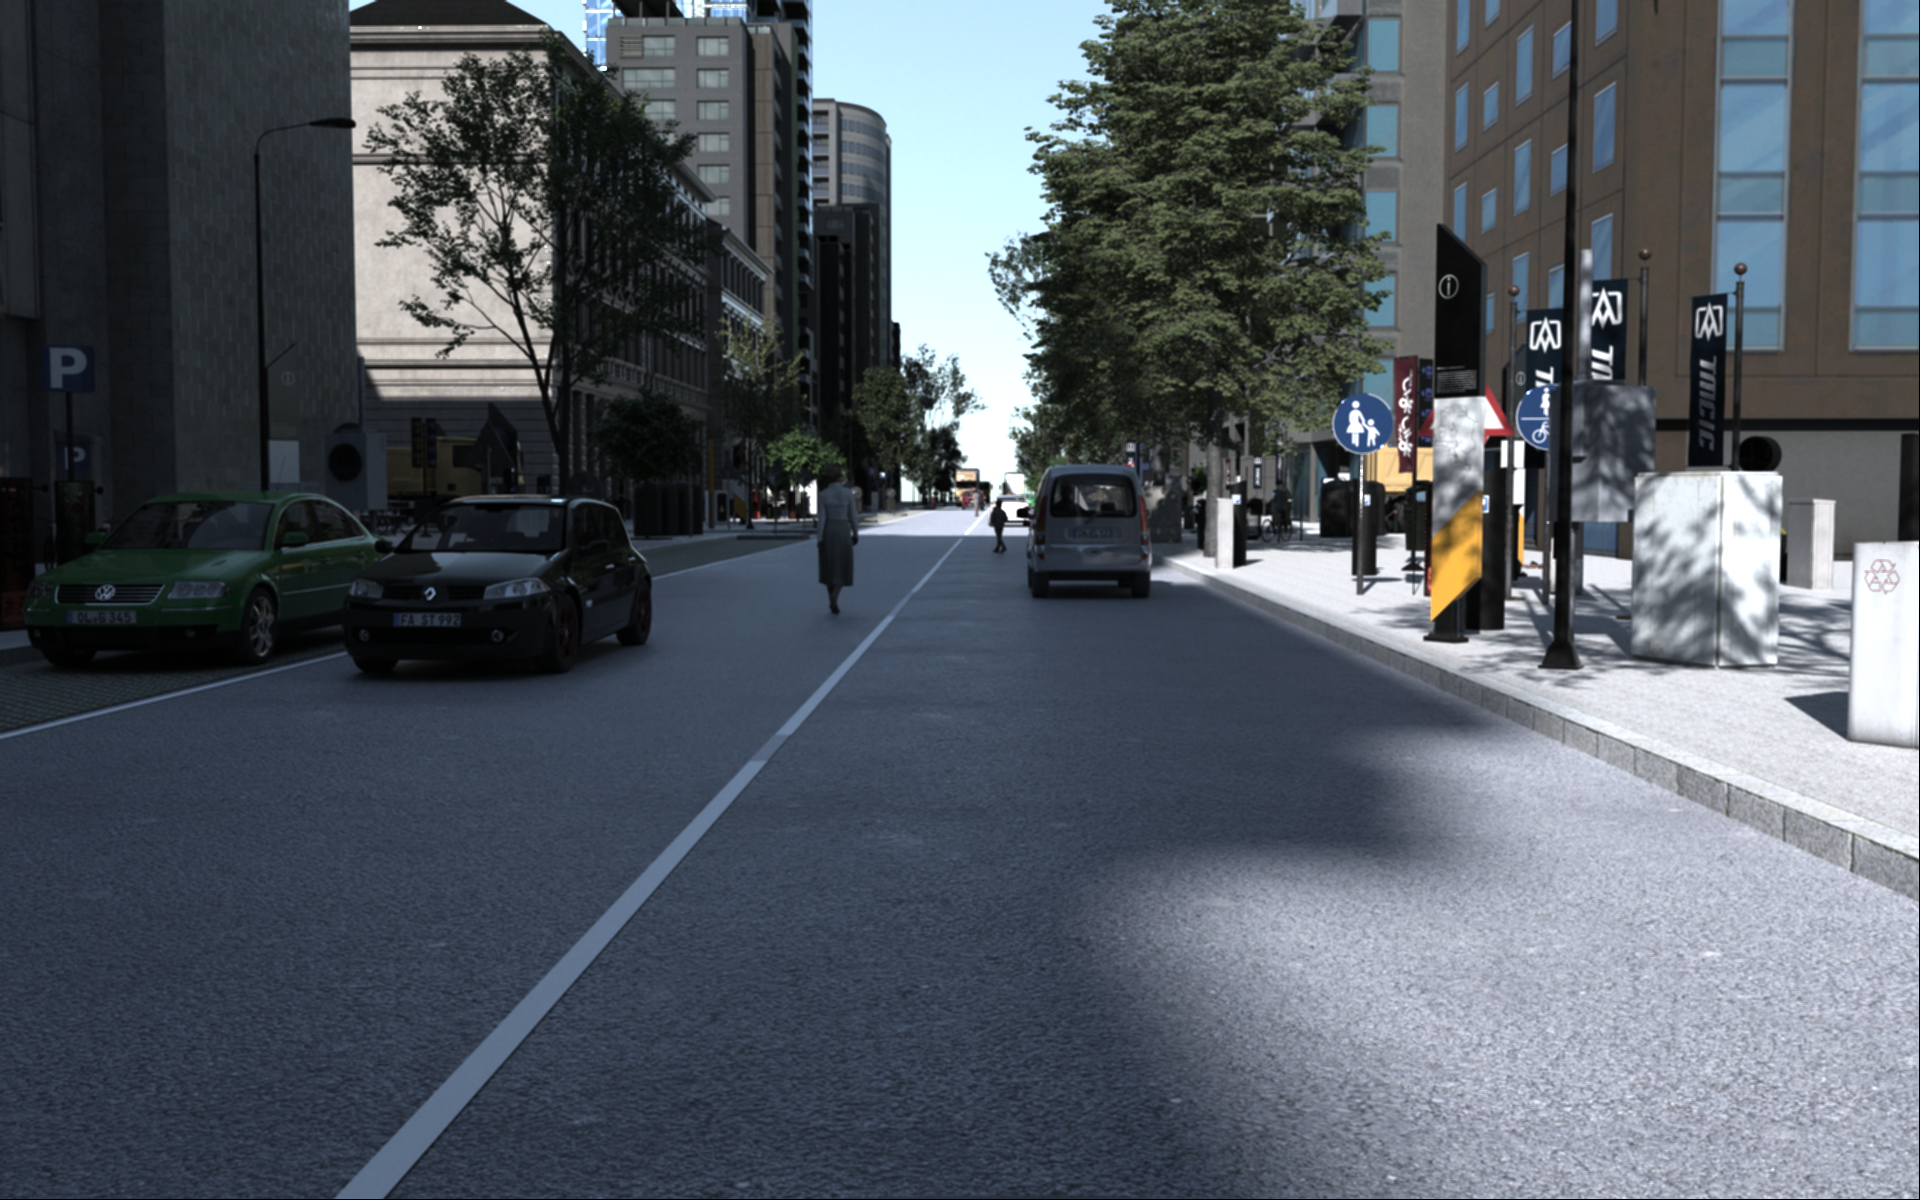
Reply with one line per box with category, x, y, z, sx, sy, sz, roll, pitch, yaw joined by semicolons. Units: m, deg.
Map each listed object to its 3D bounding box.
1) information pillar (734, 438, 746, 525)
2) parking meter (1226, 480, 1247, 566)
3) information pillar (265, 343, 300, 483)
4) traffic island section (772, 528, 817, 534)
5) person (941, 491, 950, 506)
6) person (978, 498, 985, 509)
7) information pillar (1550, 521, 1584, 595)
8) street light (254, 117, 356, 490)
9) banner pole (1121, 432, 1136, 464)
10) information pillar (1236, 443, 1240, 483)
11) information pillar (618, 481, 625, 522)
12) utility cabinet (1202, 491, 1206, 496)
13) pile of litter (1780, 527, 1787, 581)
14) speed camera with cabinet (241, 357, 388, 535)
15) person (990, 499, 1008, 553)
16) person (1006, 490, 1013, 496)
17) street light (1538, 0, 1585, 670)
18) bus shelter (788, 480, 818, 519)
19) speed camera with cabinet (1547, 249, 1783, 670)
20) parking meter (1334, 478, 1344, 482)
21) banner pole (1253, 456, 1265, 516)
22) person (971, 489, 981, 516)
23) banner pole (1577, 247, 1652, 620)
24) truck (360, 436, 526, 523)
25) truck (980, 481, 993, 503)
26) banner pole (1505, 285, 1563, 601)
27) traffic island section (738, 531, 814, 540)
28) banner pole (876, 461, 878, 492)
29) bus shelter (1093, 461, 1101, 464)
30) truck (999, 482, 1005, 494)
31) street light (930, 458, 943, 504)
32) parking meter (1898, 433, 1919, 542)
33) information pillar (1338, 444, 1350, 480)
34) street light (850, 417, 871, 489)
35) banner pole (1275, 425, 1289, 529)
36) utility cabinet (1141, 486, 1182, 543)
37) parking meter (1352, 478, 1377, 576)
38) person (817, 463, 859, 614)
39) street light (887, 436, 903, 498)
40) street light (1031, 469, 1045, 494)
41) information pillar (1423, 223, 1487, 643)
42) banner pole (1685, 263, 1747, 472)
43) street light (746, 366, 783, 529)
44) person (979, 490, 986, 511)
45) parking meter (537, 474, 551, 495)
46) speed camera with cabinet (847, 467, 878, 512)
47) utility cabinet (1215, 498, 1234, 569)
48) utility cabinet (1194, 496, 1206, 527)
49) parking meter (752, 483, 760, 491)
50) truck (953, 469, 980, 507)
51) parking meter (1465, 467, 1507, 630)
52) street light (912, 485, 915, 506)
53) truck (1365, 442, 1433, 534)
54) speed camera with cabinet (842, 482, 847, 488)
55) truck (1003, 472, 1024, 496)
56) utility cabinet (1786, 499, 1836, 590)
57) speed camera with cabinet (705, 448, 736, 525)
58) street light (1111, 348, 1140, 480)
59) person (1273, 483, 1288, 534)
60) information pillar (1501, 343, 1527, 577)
information pillar;-9.194;-4.955;72.374;0.504;3.616;0.183;0;4;-6
parking meter;4.940;-1.382;31.001;0.372;1.533;0.369;0;3;0
information pillar;-10.467;-2.169;26.822;0.183;3.616;0.504;3;5;44
traffic island section;-5.696;-2.499;63.143;2.009;0.180;2.903;0;4;1
person;-1.849;-12.448;212.112;1.350;1.814;0.705;2;4;31
person;2.003;-9.553;165.635;0.756;1.711;0.436;1;4;20
information pillar;7.722;-1.071;21.998;0.304;2.012;0.304;3;5;45
street light;-8.142;-2.995;21.515;1.470;5.913;1.316;0;4;1
banner pole;6.790;-4.910;70.296;0.863;3.779;0.401;-2;4;-26
information pillar;12.689;-5.370;79.150;0.183;3.616;0.504;0;4;-5
information pillar;-15.512;-4.582;79.409;0.304;2.012;0.304;0;4;-6
utility cabinet;16.555;-6.623;116.967;0.318;1.500;1.173;0;4;-3
pile of litter;11.903;-0.726;25.829;1.719;0.858;1.176;0;4;6
speed camera with cabinet;-9.355;-1.879;25.055;2.038;3.252;0.660;1;4;13
person;0.937;-1.796;42.135;0.475;1.303;0.640;-3;4;-36
person;4.492;-9.003;155.704;1.348;1.823;0.705;-2;4;-27
street light;3.903;-2.453;12.640;1.470;5.913;1.316;0;4;1
bus shelter;-8.058;-5.995;91.934;2.014;3.302;5.546;0;4;1
speed camera with cabinet;5.464;-1.174;13.529;0.660;3.252;2.038;-1;4;-18
parking meter;14.050;-3.571;64.093;0.399;1.863;0.255;-2;4;-25
banner pole;17.285;-6.705;99.650;0.863;3.779;0.401;0;4;5
person;1.042;-6.292;111.738;0.716;1.782;0.532;-3;5;-40
banner pole;6.748;-1.699;17.788;0.863;3.779;0.401;2;4;30
truck;-19.003;-3.857;58.979;9.791;3.379;3.469;0;4;2
truck;3.353;-16.607;267.449;3.469;3.379;9.791;0;4;2
banner pole;6.835;-1.880;20.760;0.863;3.779;0.401;3;4;36
traffic island section;-5.893;-2.011;55.161;2.009;0.180;2.903;0;4;1
banner pole;-6.327;-8.690;132.096;0.401;3.779;0.863;0;4;-2
bus shelter;7.382;-6.521;100.546;2.014;3.302;5.546;0;4;2
truck;8.227;-17.498;282.014;3.469;3.379;9.791;0;3;0
street light;-3.174;-15.316;222.949;1.470;5.913;1.316;0;4;1
parking meter;9.342;-0.677;16.785;0.399;1.863;0.255;0;4;-2
information pillar;15.131;-4.702;68.224;0.504;3.616;0.183;-1;4;-19
street light;-6.022;-8.045;104.081;1.470;5.913;1.316;0;4;1
banner pole;11.730;-4.469;63.084;0.401;3.779;0.863;-2;4;-23
utility cabinet;5.222;-2.247;45.413;1.173;1.500;0.318;3;4;36
parking meter;6.381;-1.156;27.316;0.372;1.533;0.369;0;3;0
person;-1.486;-0.733;20.705;0.478;1.798;0.641;1;4;11
street light;-5.262;-10.210;139.469;1.470;5.913;1.316;0;4;1
street light;7.885;-12.254;172.891;1.470;5.913;1.316;0;4;1
information pillar;4.273;-1.439;14.883;0.183;3.616;0.504;-3;4;-36
banner pole;8.353;-1.777;19.078;0.401;3.779;0.863;-2;4;-26
street light;-7.110;-5.529;62.934;1.470;5.913;1.316;0;4;1
person;1.990;-8.582;149.266;0.568;1.767;0.683;1;4;15
parking meter;-12.104;-2.733;50.400;0.255;1.863;0.399;1;4;21
speed camera with cabinet;-6.978;-8.031;125.643;2.038;3.252;0.660;-1;4;-14
utility cabinet;4.604;-1.161;30.142;0.306;1.237;1.020;0;4;6
utility cabinet;9.509;-3.490;68.231;0.306;1.237;1.020;-1;4;-14
parking meter;-10.472;-5.081;88.787;0.399;1.863;0.255;3;5;44
truck;0.836;-12.467;192.753;2.839;4.237;11.283;0;4;2
parking meter;4.986;-0.491;16.442;0.372;1.533;0.369;0;3;0
street light;-4.298;-12.744;180.901;1.470;5.913;1.316;0;4;1
truck;18.758;-3.831;58.566;9.791;3.379;3.469;0;4;1
speed camera with cabinet;-8.208;-8.211;128.579;0.660;3.252;2.038;2;4;24
truck;7.132;-14.637;228.226;2.839;4.237;11.283;0;4;1
utility cabinet;11.655;-0.768;23.725;0.306;1.237;1.020;1;4;8
speed camera with cabinet;-9.983;-4.849;73.614;0.660;3.252;2.038;2;4;31
street light;5.033;-4.993;54.177;1.470;5.913;1.316;0;4;1
person;10.926;-3.085;59.115;0.537;1.800;0.526;0;4;-3
information pillar;8.579;-2.170;26.827;0.504;3.616;0.183;-2;4;-32
